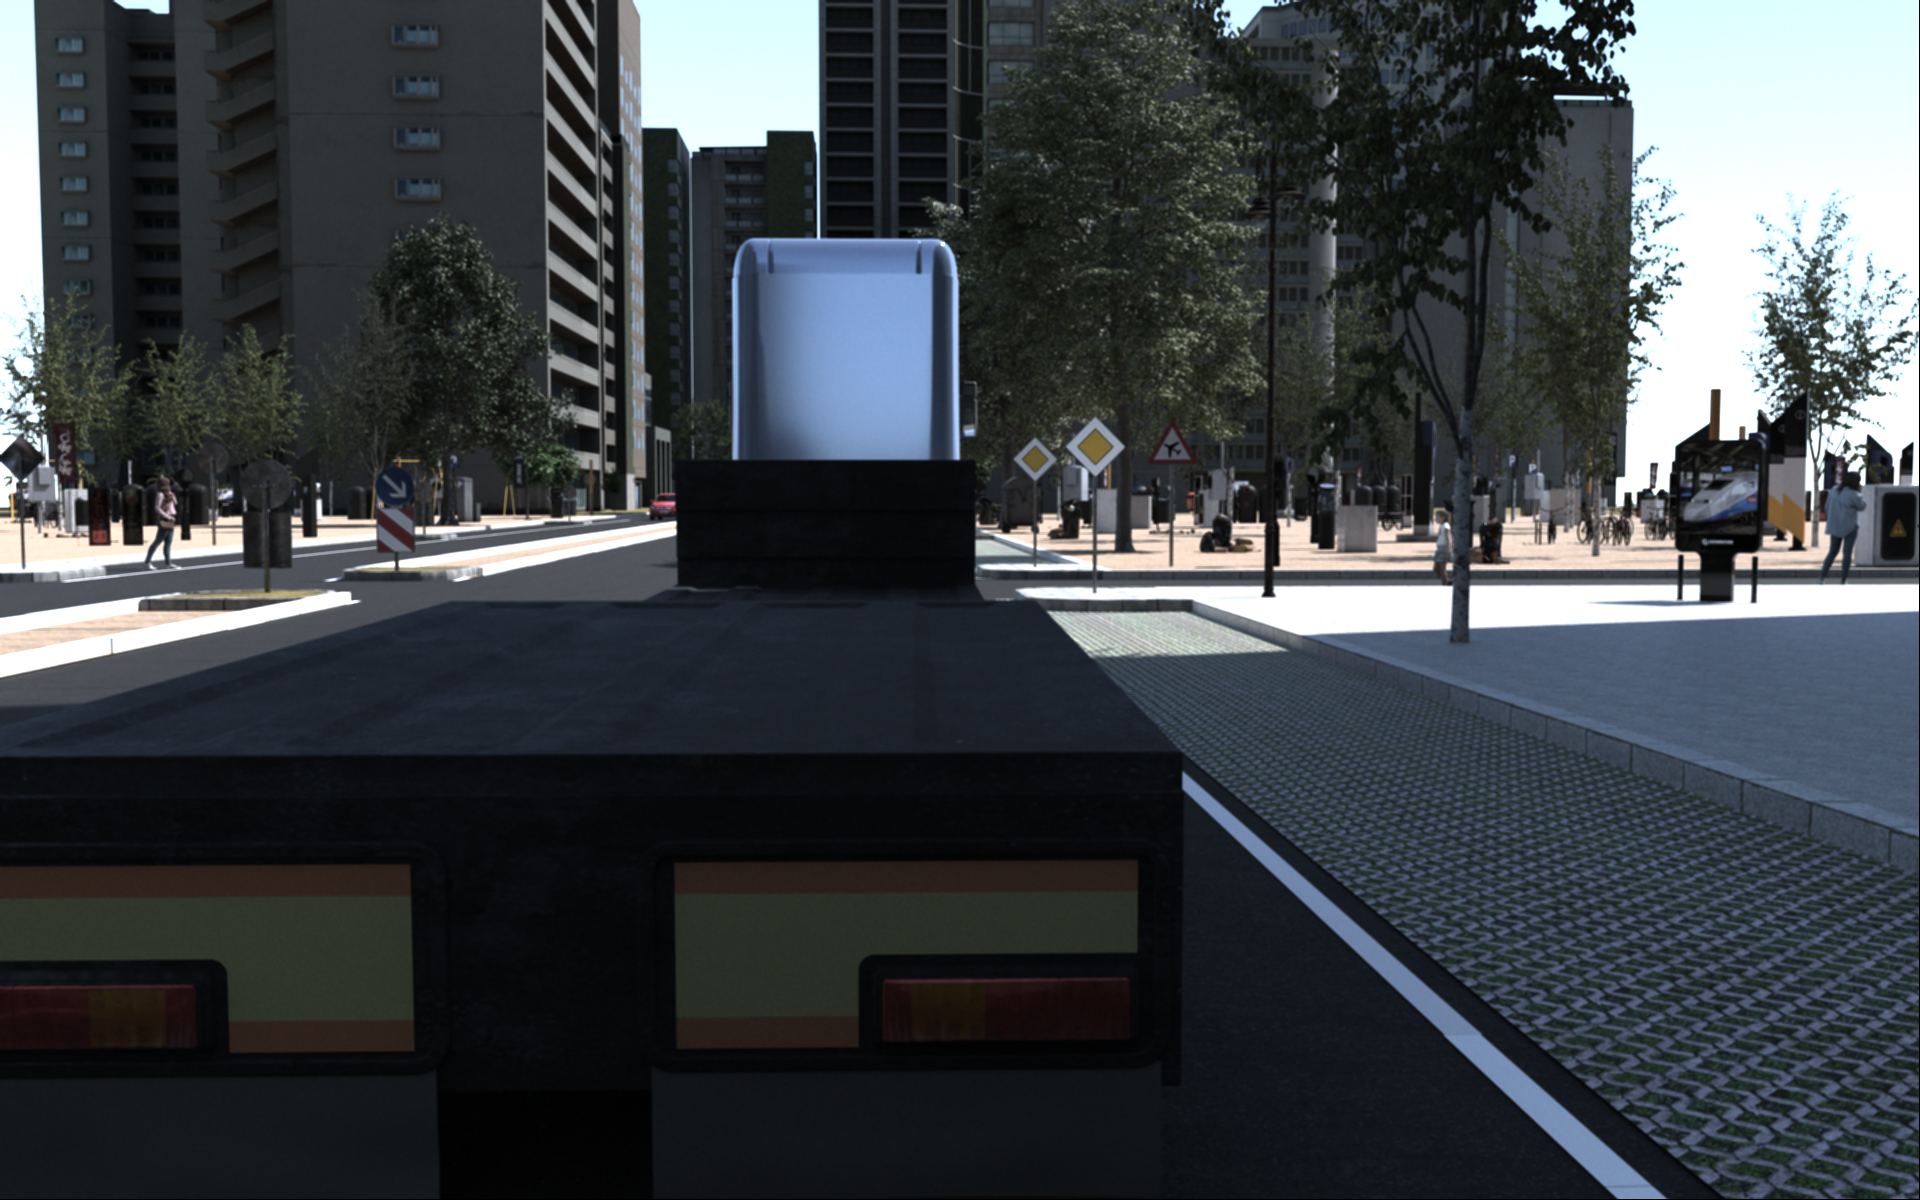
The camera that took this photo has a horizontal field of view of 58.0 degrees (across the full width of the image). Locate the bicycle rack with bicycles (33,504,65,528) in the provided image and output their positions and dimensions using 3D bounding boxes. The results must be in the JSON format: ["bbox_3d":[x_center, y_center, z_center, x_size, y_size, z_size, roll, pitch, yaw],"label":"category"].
[{"bbox_3d":[-33.941,-3.213,65.922,2.852,0.926,2.925,-2,4,-30],"label":"bicycle rack with bicycles"}]

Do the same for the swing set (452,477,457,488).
[{"bbox_3d":[-30.855,-6.427,102.699,2.862,2.851,3.119,0,4,2],"label":"swing set"}]

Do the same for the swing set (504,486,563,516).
[{"bbox_3d":[-25.085,-6.342,101.308,3.119,2.851,2.862,0,4,-2],"label":"swing set"}]

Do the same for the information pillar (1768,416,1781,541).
[{"bbox_3d":[22.459,-3.434,47.494,0.504,3.616,0.183,2,4,26],"label":"information pillar"}]

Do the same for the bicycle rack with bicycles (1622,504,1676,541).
[{"bbox_3d":[19.388,-2.192,49.229,2.852,0.926,2.925,3,5,44],"label":"bicycle rack with bicycles"}]

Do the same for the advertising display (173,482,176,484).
[{"bbox_3d":[-40.286,-5.177,89.861,0.123,1.923,0.974,3,4,39],"label":"advertising display"}]

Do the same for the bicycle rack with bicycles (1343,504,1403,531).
[{"bbox_3d":[14.571,-2.929,61.272,2.925,0.926,2.852,-2,4,-30],"label":"bicycle rack with bicycles"}]

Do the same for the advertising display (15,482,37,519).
[{"bbox_3d":[-48.755,-5.212,90.437,0.123,1.923,0.974,3,5,41],"label":"advertising display"}]

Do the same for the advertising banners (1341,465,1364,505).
[{"bbox_3d":[23.704,-6.694,105.636,0.090,3.025,2.074,-3,5,-44],"label":"advertising banners"}]

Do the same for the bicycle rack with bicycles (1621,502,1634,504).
[{"bbox_3d":[41.687,-5.692,106.449,2.925,0.926,2.852,2,4,28],"label":"bicycle rack with bicycles"}]

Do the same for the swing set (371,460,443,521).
[{"bbox_3d":[-25.800,-5.079,80.666,3.119,2.851,2.862,-2,4,-30],"label":"swing set"}]

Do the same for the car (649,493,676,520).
[{"bbox_3d":[-16.089,-5.325,96.097,2.155,1.783,4.494,0,4,-1],"label":"car"}]

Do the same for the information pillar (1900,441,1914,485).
[{"bbox_3d":[41.286,-5.147,75.501,0.504,3.616,0.183,1,4,18],"label":"information pillar"}]

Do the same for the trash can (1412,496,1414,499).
[{"bbox_3d":[27.529,-5.695,104.763,0.748,1.137,0.748,0,3,0],"label":"trash can"}]

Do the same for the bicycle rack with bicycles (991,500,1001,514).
[{"bbox_3d":[2.377,-5.502,103.342,2.925,0.926,2.852,-2,4,-33],"label":"bicycle rack with bicycles"}]

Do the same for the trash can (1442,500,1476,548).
[{"bbox_3d":[11.128,-1.649,38.616,0.748,1.137,0.748,0,3,0],"label":"trash can"}]

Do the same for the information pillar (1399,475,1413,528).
[{"bbox_3d":[16.894,-3.730,65.483,0.304,2.012,0.304,-1,4,-15],"label":"information pillar"}]

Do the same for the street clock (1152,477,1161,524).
[{"bbox_3d":[8.346,-4.226,73.671,0.358,2.002,0.471,2,4,27],"label":"street clock"}]

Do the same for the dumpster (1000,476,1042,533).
[{"bbox_3d":[2.025,-3.143,57.147,1.264,1.857,1.865,0,4,-3],"label":"dumpster"}]

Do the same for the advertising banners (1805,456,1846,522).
[{"bbox_3d":[40.302,-5.183,80.932,0.090,3.025,2.074,-3,5,-39],"label":"advertising banners"}]

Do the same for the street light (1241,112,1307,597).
[{"bbox_3d":[3.851,-2.975,21.423,0.468,5.910,1.993,0,4,-3],"label":"street light"}]

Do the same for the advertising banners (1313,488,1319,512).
[{"bbox_3d":[21.868,-6.659,105.062,0.090,3.025,2.074,2,4,25],"label":"advertising banners"}]

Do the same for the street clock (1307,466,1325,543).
[{"bbox_3d":[9.267,-2.479,45.099,0.358,2.002,0.471,-2,4,-27],"label":"street clock"}]

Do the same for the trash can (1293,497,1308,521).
[{"bbox_3d":[16.322,-4.361,82.960,0.748,1.137,0.748,0,3,0],"label":"trash can"}]

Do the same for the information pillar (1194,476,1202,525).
[{"bbox_3d":[9.752,-4.064,70.933,0.304,2.012,0.304,1,4,14],"label":"information pillar"}]

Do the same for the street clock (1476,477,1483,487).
[{"bbox_3d":[22.554,-4.335,75.446,0.358,2.002,0.471,-1,4,-18],"label":"street clock"}]

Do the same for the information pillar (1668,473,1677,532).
[{"bbox_3d":[24.465,-3.355,59.339,0.304,2.012,0.304,2,4,33],"label":"information pillar"}]

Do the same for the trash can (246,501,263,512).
[{"bbox_3d":[-32.045,-4.092,78.552,0.748,1.137,0.748,0,3,0],"label":"trash can"}]

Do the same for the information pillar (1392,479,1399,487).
[{"bbox_3d":[21.933,-5.052,87.099,0.304,2.012,0.304,-1,4,-13],"label":"information pillar"}]

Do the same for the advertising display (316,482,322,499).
[{"bbox_3d":[-34.728,-5.383,93.226,0.123,1.923,0.974,1,4,17],"label":"advertising display"}]

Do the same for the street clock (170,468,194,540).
[{"bbox_3d":[-21.569,-2.669,48.201,0.358,2.002,0.471,3,4,36],"label":"street clock"}]

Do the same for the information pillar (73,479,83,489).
[{"bbox_3d":[-42.223,-4.798,82.937,0.304,2.012,0.304,0,4,7],"label":"information pillar"}]

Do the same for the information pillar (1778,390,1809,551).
[{"bbox_3d":[18.919,-2.926,39.197,0.504,3.616,0.183,3,5,44],"label":"information pillar"}]

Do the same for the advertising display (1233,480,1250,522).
[{"bbox_3d":[13.110,-4.629,80.904,0.974,1.923,0.123,-2,4,-30],"label":"advertising display"}]

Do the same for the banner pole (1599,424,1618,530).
[{"bbox_3d":[22.978,-4.380,61.637,0.863,3.779,0.401,0,4,-7],"label":"banner pole"}]

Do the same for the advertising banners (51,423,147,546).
[{"bbox_3d":[-21.392,-2.867,43.058,2.074,3.025,0.090,-1,4,-19],"label":"advertising banners"}]

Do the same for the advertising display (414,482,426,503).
[{"bbox_3d":[-28.647,-5.303,91.923,0.974,1.923,0.123,3,5,41],"label":"advertising display"}]

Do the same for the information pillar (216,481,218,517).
[{"bbox_3d":[-40.428,-5.462,93.798,0.304,2.012,0.304,0,4,8],"label":"information pillar"}]

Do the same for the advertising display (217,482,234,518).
[{"bbox_3d":[-40.190,-5.474,94.719,0.123,1.923,0.974,3,4,38],"label":"advertising display"}]

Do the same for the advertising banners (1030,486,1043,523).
[{"bbox_3d":[3.333,-4.908,76.434,0.090,3.025,2.074,-1,4,-14],"label":"advertising banners"}]

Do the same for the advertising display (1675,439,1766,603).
[{"bbox_3d":[9.045,-0.944,20.644,0.974,1.923,0.123,3,5,41],"label":"advertising display"}]

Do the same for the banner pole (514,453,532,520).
[{"bbox_3d":[-21.735,-5.874,86.051,0.863,3.779,0.401,-1,4,-15],"label":"banner pole"}]

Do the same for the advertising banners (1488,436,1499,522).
[{"bbox_3d":[16.510,-3.510,53.573,0.090,3.025,2.074,1,4,11],"label":"advertising banners"}]

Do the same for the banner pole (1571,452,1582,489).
[{"bbox_3d":[36.552,-6.901,102.849,0.863,3.779,0.401,0,4,-6],"label":"banner pole"}]

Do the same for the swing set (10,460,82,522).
[{"bbox_3d":[-42.265,-5.030,79.866,3.119,2.851,2.862,-2,4,-28],"label":"swing set"}]

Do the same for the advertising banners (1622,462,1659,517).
[{"bbox_3d":[37.538,-6.077,95.542,0.090,3.025,2.074,-3,5,-40],"label":"advertising banners"}]

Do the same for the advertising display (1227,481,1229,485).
[{"bbox_3d":[13.826,-5.073,88.164,0.123,1.923,0.974,-2,4,-27],"label":"advertising display"}]

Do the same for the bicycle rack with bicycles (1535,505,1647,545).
[{"bbox_3d":[15.911,-1.902,44.483,2.852,0.926,2.925,1,4,16],"label":"bicycle rack with bicycles"}]

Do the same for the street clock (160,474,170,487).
[{"bbox_3d":[-28.410,-3.511,61.971,0.358,2.002,0.471,-3,5,-41],"label":"street clock"}]

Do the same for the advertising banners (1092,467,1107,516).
[{"bbox_3d":[8.151,-6.469,101.952,0.090,3.025,2.074,3,5,41],"label":"advertising banners"}]

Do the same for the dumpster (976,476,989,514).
[{"bbox_3d":[0.621,-4.962,83.620,1.502,2.255,1.985,0,4,-3],"label":"dumpster"}]

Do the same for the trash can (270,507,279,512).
[{"bbox_3d":[-31.697,-4.171,79.844,0.748,1.137,0.748,0,3,0],"label":"trash can"}]

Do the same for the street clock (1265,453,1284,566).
[{"bbox_3d":[5.576,-1.601,30.748,0.358,2.002,0.471,0,4,-2],"label":"street clock"}]

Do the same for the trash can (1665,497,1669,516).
[{"bbox_3d":[41.397,-5.454,100.820,0.748,1.137,0.748,0,3,0],"label":"trash can"}]

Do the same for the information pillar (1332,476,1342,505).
[{"bbox_3d":[15.344,-4.040,70.545,0.304,2.012,0.304,2,4,31],"label":"information pillar"}]
